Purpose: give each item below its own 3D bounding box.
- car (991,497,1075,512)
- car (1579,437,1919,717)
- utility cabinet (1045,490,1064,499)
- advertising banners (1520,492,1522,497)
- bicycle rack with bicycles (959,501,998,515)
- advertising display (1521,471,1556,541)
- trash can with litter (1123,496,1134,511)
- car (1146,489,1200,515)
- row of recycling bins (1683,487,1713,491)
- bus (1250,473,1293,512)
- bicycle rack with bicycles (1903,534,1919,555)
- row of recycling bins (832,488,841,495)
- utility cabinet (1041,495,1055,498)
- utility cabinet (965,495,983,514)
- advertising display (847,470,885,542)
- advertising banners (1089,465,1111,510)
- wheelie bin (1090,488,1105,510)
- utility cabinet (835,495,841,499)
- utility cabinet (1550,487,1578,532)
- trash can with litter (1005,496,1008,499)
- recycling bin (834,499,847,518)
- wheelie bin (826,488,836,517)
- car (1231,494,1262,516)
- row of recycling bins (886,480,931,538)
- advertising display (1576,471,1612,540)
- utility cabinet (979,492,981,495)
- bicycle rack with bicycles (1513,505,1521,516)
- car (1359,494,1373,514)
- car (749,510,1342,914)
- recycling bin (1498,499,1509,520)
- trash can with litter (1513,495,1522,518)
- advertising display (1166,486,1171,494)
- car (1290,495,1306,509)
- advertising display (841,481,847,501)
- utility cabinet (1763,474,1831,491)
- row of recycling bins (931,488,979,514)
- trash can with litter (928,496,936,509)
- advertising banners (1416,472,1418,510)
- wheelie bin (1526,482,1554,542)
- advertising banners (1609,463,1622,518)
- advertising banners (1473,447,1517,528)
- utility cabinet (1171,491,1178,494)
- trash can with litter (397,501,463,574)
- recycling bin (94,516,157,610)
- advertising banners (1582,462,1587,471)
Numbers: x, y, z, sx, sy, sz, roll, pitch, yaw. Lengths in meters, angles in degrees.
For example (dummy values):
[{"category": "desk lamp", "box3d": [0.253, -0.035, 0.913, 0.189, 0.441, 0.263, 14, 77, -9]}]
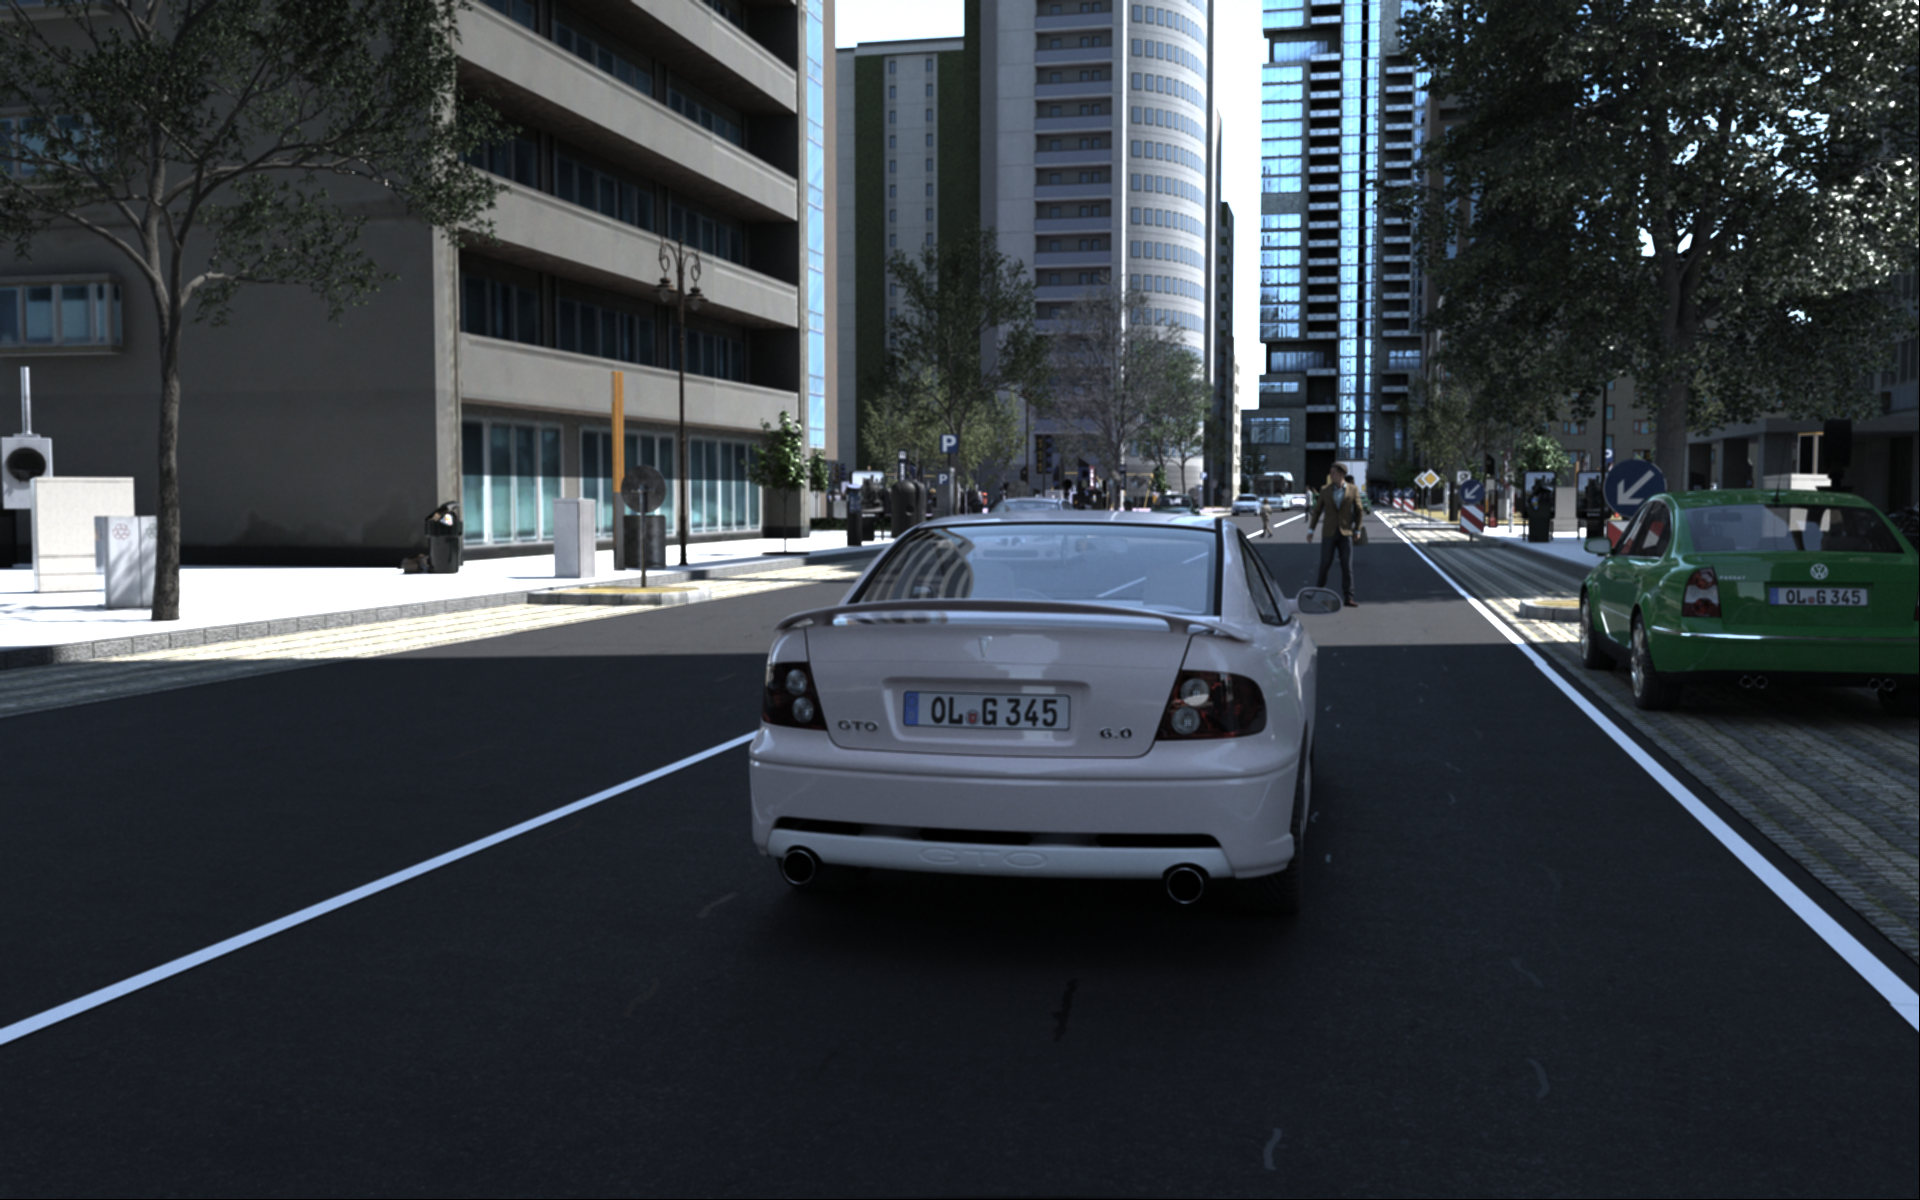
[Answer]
[{"category": "car", "box3d": [1.454, -1.398, 35.216, 2.083, 1.381, 4.827, 1, 4, 12]}, {"category": "car", "box3d": [5.644, -0.231, 12.572, 1.959, 1.807, 4.718, 1, 4, 13]}, {"category": "utility cabinet", "box3d": [5.150, -5.280, 95.005, 0.318, 1.500, 1.173, -3, 5, -44]}, {"category": "advertising banners", "box3d": [37.260, -7.345, 116.276, 2.074, 3.025, 0.090, -2, 4, -27]}, {"category": "bicycle rack with bicycles", "box3d": [1.115, -4.812, 92.055, 2.852, 0.926, 2.925, 0, 4, -4]}, {"category": "advertising display", "box3d": [15.897, -2.592, 47.593, 0.974, 1.923, 0.123, -1, 4, -13]}, {"category": "trash can with litter", "box3d": [9.655, -5.239, 97.046, 1.055, 1.170, 0.624, 3, 5, 41]}, {"category": "car", "box3d": [8.234, -3.474, 66.580, 2.009, 1.686, 4.222, 1, 4, 13]}, {"category": "row of recycling bins", "box3d": [39.745, -5.279, 93.422, 1.069, 1.692, 3.534, 3, 5, 45]}, {"category": "bus", "box3d": [26.154, -9.162, 144.656, 2.948, 3.499, 13.247, 1, 4, 14]}, {"category": "bicycle rack with bicycles", "box3d": [15.053, -0.934, 28.651, 2.852, 0.926, 2.925, -1, 4, -14]}, {"category": "row of recycling bins", "box3d": [-10.067, -9.092, 155.768, 1.069, 1.692, 3.534, 3, 5, 40]}, {"category": "utility cabinet", "box3d": [4.033, -4.418, 83.403, 1.020, 1.237, 0.306, 2, 4, 25]}, {"category": "utility cabinet", "box3d": [0.940, -6.116, 111.162, 1.020, 1.237, 0.306, -1, 4, -14]}, {"category": "advertising display", "box3d": [-2.492, -2.534, 46.642, 0.974, 1.923, 0.123, -1, 4, -22]}, {"category": "advertising banners", "box3d": [8.564, -6.717, 106.011, 2.074, 3.025, 0.090, -3, 5, -45]}, {"category": "wheelie bin", "box3d": [6.792, -4.751, 85.587, 0.693, 1.594, 0.980, 1, 4, 8]}, {"category": "utility cabinet", "box3d": [-8.294, -6.336, 114.754, 1.020, 1.237, 0.306, -2, 4, -29]}, {"category": "utility cabinet", "box3d": [19.820, -2.975, 57.322, 1.173, 1.500, 0.318, 0, 4, -1]}, {"category": "trash can with litter", "box3d": [4.334, -8.666, 153.075, 1.055, 1.170, 0.624, -3, 5, -41]}, {"category": "recycling bin", "box3d": [-4.188, -3.145, 63.967, 0.722, 1.027, 0.722, 2, 4, 32]}, {"category": "wheelie bin", "box3d": [-7.074, -5.210, 93.097, 0.693, 1.594, 0.980, -3, 4, -36]}, {"category": "car", "box3d": [19.084, -6.311, 115.193, 2.014, 1.417, 4.499, 1, 4, 14]}, {"category": "row of recycling bins", "box3d": [-1.522, -2.735, 51.838, 1.069, 1.692, 3.534, 0, 4, 1]}, {"category": "advertising display", "box3d": [17.521, -2.610, 47.881, 0.123, 1.923, 0.974, -3, 5, -44]}, {"category": "utility cabinet", "box3d": [1.294, -8.830, 153.048, 1.173, 1.500, 0.318, -3, 4, -36]}, {"category": "bicycle rack with bicycles", "box3d": [31.745, -5.390, 101.504, 2.852, 0.926, 2.925, 0, 4, 1]}, {"category": "car", "box3d": [28.256, -6.812, 123.172, 2.131, 1.459, 4.920, 1, 4, 14]}, {"category": "car", "box3d": [0.572, 0.301, 7.433, 2.083, 1.381, 4.827, 1, 4, 12]}, {"category": "recycling bin", "box3d": [27.159, -4.534, 86.692, 0.722, 1.027, 0.722, 3, 5, 40]}, {"category": "trash can with litter", "box3d": [30.166, -4.955, 92.073, 2.233, 1.210, 1.678, 1, 4, 18]}, {"category": "advertising display", "box3d": [15.994, -7.868, 133.851, 0.123, 1.923, 0.974, 3, 5, 40]}, {"category": "car", "box3d": [32.336, -9.341, 165.093, 2.083, 1.381, 4.827, 1, 4, 13]}, {"category": "advertising display", "box3d": [-5.337, -4.783, 83.409, 0.974, 1.923, 0.123, 2, 4, 35]}, {"category": "utility cabinet", "box3d": [9.340, -0.654, 19.376, 1.173, 1.500, 0.318, -3, 5, -44]}, {"category": "row of recycling bins", "box3d": [-0.540, -6.311, 110.290, 3.534, 1.692, 1.069, 0, 4, 8]}, {"category": "trash can with litter", "box3d": [-1.168, -4.967, 92.600, 0.624, 1.170, 1.055, 2, 4, 35]}, {"category": "advertising banners", "box3d": [35.828, -8.545, 135.901, 0.090, 3.025, 2.074, 1, 4, 19]}, {"category": "wheelie bin", "box3d": [15.426, -2.334, 46.075, 0.693, 1.594, 0.980, 1, 4, 17]}, {"category": "advertising banners", "box3d": [35.349, -5.929, 93.128, 2.074, 3.025, 0.090, -3, 5, -40]}, {"category": "advertising banners", "box3d": [20.177, -4.244, 65.576, 0.090, 3.025, 2.074, -2, 4, -27]}, {"category": "utility cabinet", "box3d": [18.057, -8.521, 148.000, 1.173, 1.500, 0.318, -2, 4, -26]}, {"category": "trash can with litter", "box3d": [-8.547, -1.009, 27.879, 1.055, 1.170, 0.624, 1, 4, 11]}, {"category": "recycling bin", "box3d": [-9.366, -0.434, 19.658, 0.722, 1.027, 0.722, -2, 4, -34]}, {"category": "advertising banners", "box3d": [33.531, -6.015, 94.537, 0.090, 3.025, 2.074, -2, 4, -26]}]
